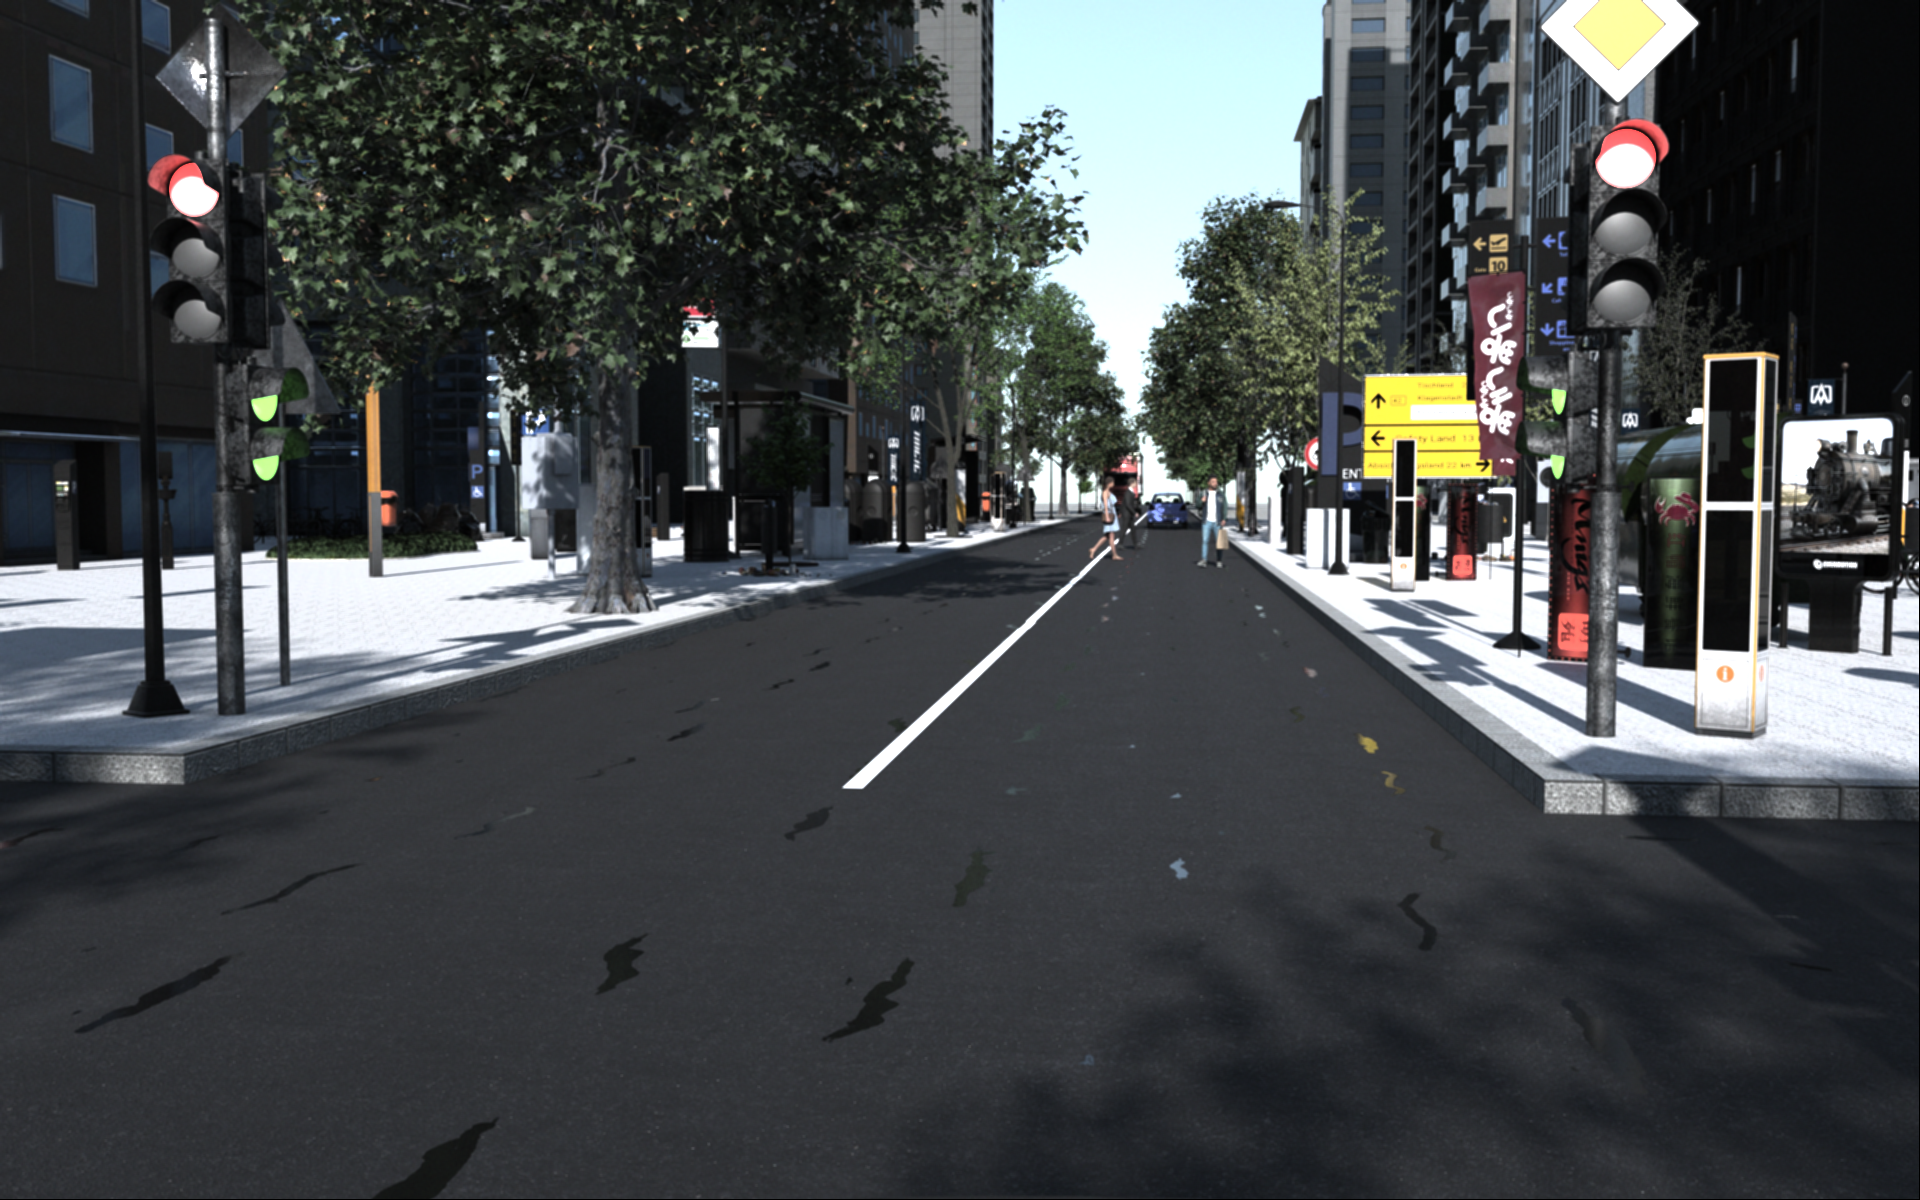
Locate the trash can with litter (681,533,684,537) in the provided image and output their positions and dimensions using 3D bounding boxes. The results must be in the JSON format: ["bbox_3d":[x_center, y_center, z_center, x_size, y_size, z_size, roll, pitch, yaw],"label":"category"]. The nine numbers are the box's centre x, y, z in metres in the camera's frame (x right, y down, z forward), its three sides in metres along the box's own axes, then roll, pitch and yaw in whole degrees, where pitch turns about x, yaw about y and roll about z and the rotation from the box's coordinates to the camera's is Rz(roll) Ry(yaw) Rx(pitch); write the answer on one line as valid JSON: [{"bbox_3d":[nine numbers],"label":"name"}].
[{"bbox_3d":[-7.485,-2.357,49.916,1.055,1.170,0.624,-3,5,-42],"label":"trash can with litter"}]

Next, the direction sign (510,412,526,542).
[{"bbox_3d":[-11.969,-3.356,46.872,0.379,3.537,0.876,0,4,7],"label":"direction sign"}]

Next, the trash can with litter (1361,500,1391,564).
[{"bbox_3d":[7.927,-1.259,31.968,1.055,1.170,0.624,1,4,14],"label":"trash can with litter"}]

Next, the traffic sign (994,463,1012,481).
[{"bbox_3d":[1.758,-4.351,71.247,0.768,2.556,0.104,1,4,11],"label":"traffic sign"}]

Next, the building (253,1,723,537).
[{"bbox_3d":[-21.985,-46.061,65.762,22.319,86.520,31.000,0,4,7],"label":"building"}]

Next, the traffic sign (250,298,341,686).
[{"bbox_3d":[-4.519,-0.705,11.526,0.884,2.594,0.081,1,4,15],"label":"traffic sign"}]

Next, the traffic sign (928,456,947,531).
[{"bbox_3d":[-0.663,-3.633,59.409,0.884,2.594,0.081,1,4,12],"label":"traffic sign"}]

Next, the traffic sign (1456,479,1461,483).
[{"bbox_3d":[8.700,-1.841,30.214,0.768,2.556,0.104,1,4,14],"label":"traffic sign"}]

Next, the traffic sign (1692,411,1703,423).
[{"bbox_3d":[9.083,-1.141,20.793,0.606,2.300,0.079,1,4,15],"label":"traffic sign"}]

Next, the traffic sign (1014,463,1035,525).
[{"bbox_3d":[2.676,-4.375,71.543,0.884,2.594,0.081,1,4,8],"label":"traffic sign"}]

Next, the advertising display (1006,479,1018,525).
[{"bbox_3d":[1.937,-4.108,72.385,0.974,1.923,0.123,-1,4,-14],"label":"advertising display"}]

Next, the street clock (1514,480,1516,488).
[{"bbox_3d":[26.198,-4.751,82.249,0.471,2.002,0.358,1,4,19],"label":"street clock"}]

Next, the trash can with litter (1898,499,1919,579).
[{"bbox_3d":[14.798,-0.976,27.010,1.678,1.210,2.233,0,4,1],"label":"trash can with litter"}]

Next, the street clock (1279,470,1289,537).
[{"bbox_3d":[9.691,-2.855,51.243,0.471,2.002,0.358,-1,4,-22],"label":"street clock"}]

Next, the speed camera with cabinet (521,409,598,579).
[{"bbox_3d":[-5.852,-1.996,26.964,0.660,3.252,2.038,3,4,36],"label":"speed camera with cabinet"}]

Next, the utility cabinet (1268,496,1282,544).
[{"bbox_3d":[8.117,-2.048,44.652,0.306,1.237,1.020,0,4,7],"label":"utility cabinet"}]

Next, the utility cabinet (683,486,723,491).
[{"bbox_3d":[-6.928,-2.328,46.738,1.173,1.500,0.318,2,4,33],"label":"utility cabinet"}]

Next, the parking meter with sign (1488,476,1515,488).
[{"bbox_3d":[19.830,-4.091,63.142,0.543,3.016,1.738,-1,4,-23],"label":"parking meter with sign"}]

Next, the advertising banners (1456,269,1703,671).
[{"bbox_3d":[4.743,-1.036,13.132,0.090,3.025,2.074,-3,5,-42],"label":"advertising banners"}]

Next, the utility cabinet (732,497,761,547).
[{"bbox_3d":[-5.026,-1.897,42.178,1.020,1.237,0.306,2,4,24],"label":"utility cabinet"}]

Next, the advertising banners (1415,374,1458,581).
[{"bbox_3d":[7.419,-1.802,25.649,2.074,3.025,0.090,-1,4,-14],"label":"advertising banners"}]

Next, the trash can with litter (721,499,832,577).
[{"bbox_3d":[-2.996,-1.022,27.771,1.678,1.210,2.233,-1,4,-12],"label":"trash can with litter"}]

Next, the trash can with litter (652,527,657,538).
[{"bbox_3d":[-9.373,-2.433,51.166,1.055,1.170,0.624,-3,4,-36],"label":"trash can with litter"}]

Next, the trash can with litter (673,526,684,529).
[{"bbox_3d":[-9.735,-3.227,63.818,1.678,1.210,2.233,0,4,-6],"label":"trash can with litter"}]

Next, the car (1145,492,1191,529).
[{"bbox_3d":[8.782,-3.896,73.289,1.945,1.707,3.694,0,4,7],"label":"car"}]

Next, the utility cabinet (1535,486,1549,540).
[{"bbox_3d":[16.397,-2.409,48.070,0.318,1.500,1.173,3,5,44],"label":"utility cabinet"}]

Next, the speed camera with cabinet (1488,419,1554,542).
[{"bbox_3d":[14.968,-3.162,46.030,2.038,3.252,0.660,1,4,18],"label":"speed camera with cabinet"}]

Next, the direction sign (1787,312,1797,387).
[{"bbox_3d":[10.520,-1.834,21.978,0.379,3.537,0.876,2,4,30],"label":"direction sign"}]

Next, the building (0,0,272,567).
[{"bbox_3d":[-23.252,-23.351,31.901,14.600,45.320,14.200,0,4,7],"label":"building"}]

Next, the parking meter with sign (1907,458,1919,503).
[{"bbox_3d":[20.190,-2.494,37.031,1.738,3.016,0.543,0,4,8],"label":"parking meter with sign"}]

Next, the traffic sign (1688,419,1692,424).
[{"bbox_3d":[10.030,-1.290,23.218,0.606,2.300,0.079,1,4,14],"label":"traffic sign"}]

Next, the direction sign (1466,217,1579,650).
[{"bbox_3d":[4.642,-1.366,14.333,0.876,3.537,0.379,1,4,18],"label":"direction sign"}]

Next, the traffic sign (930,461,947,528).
[{"bbox_3d":[-0.777,-3.988,65.303,0.768,2.556,0.104,1,4,14],"label":"traffic sign"}]

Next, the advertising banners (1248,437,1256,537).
[{"bbox_3d":[8.911,-3.456,52.696,0.090,3.025,2.074,1,4,15],"label":"advertising banners"}]

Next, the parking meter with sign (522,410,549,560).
[{"bbox_3d":[-8.425,-2.346,34.626,0.543,3.016,1.738,-1,4,-17],"label":"parking meter with sign"}]

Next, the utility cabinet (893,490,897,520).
[{"bbox_3d":[-3.030,-4.616,84.158,0.318,1.500,1.173,2,4,33],"label":"utility cabinet"}]

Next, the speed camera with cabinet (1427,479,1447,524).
[{"bbox_3d":[20.636,-4.860,73.789,0.660,3.252,2.038,-1,4,-13],"label":"speed camera with cabinet"}]

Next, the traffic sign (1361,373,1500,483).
[{"bbox_3d":[7.929,-2.162,29.227,2.265,3.308,0.079,1,4,12],"label":"traffic sign"}]

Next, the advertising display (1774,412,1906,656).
[{"bbox_3d":[7.113,-0.540,14.049,0.123,1.923,0.974,-3,4,-36],"label":"advertising display"}]

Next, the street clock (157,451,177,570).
[{"bbox_3d":[-13.493,-1.521,29.444,0.358,2.002,0.471,-2,4,-24],"label":"street clock"}]

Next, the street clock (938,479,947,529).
[{"bbox_3d":[-0.584,-3.620,63.756,0.358,2.002,0.471,2,4,34],"label":"street clock"}]

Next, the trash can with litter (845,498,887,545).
[{"bbox_3d":[-2.665,-2.032,44.281,2.233,1.210,1.678,-3,4,-37],"label":"trash can with litter"}]

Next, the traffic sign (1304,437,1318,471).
[{"bbox_3d":[7.972,-2.330,38.208,0.768,2.556,0.104,1,4,13],"label":"traffic sign"}]

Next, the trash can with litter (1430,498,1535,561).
[{"bbox_3d":[9.887,-1.377,33.569,2.233,1.210,1.678,2,4,29],"label":"trash can with litter"}]
